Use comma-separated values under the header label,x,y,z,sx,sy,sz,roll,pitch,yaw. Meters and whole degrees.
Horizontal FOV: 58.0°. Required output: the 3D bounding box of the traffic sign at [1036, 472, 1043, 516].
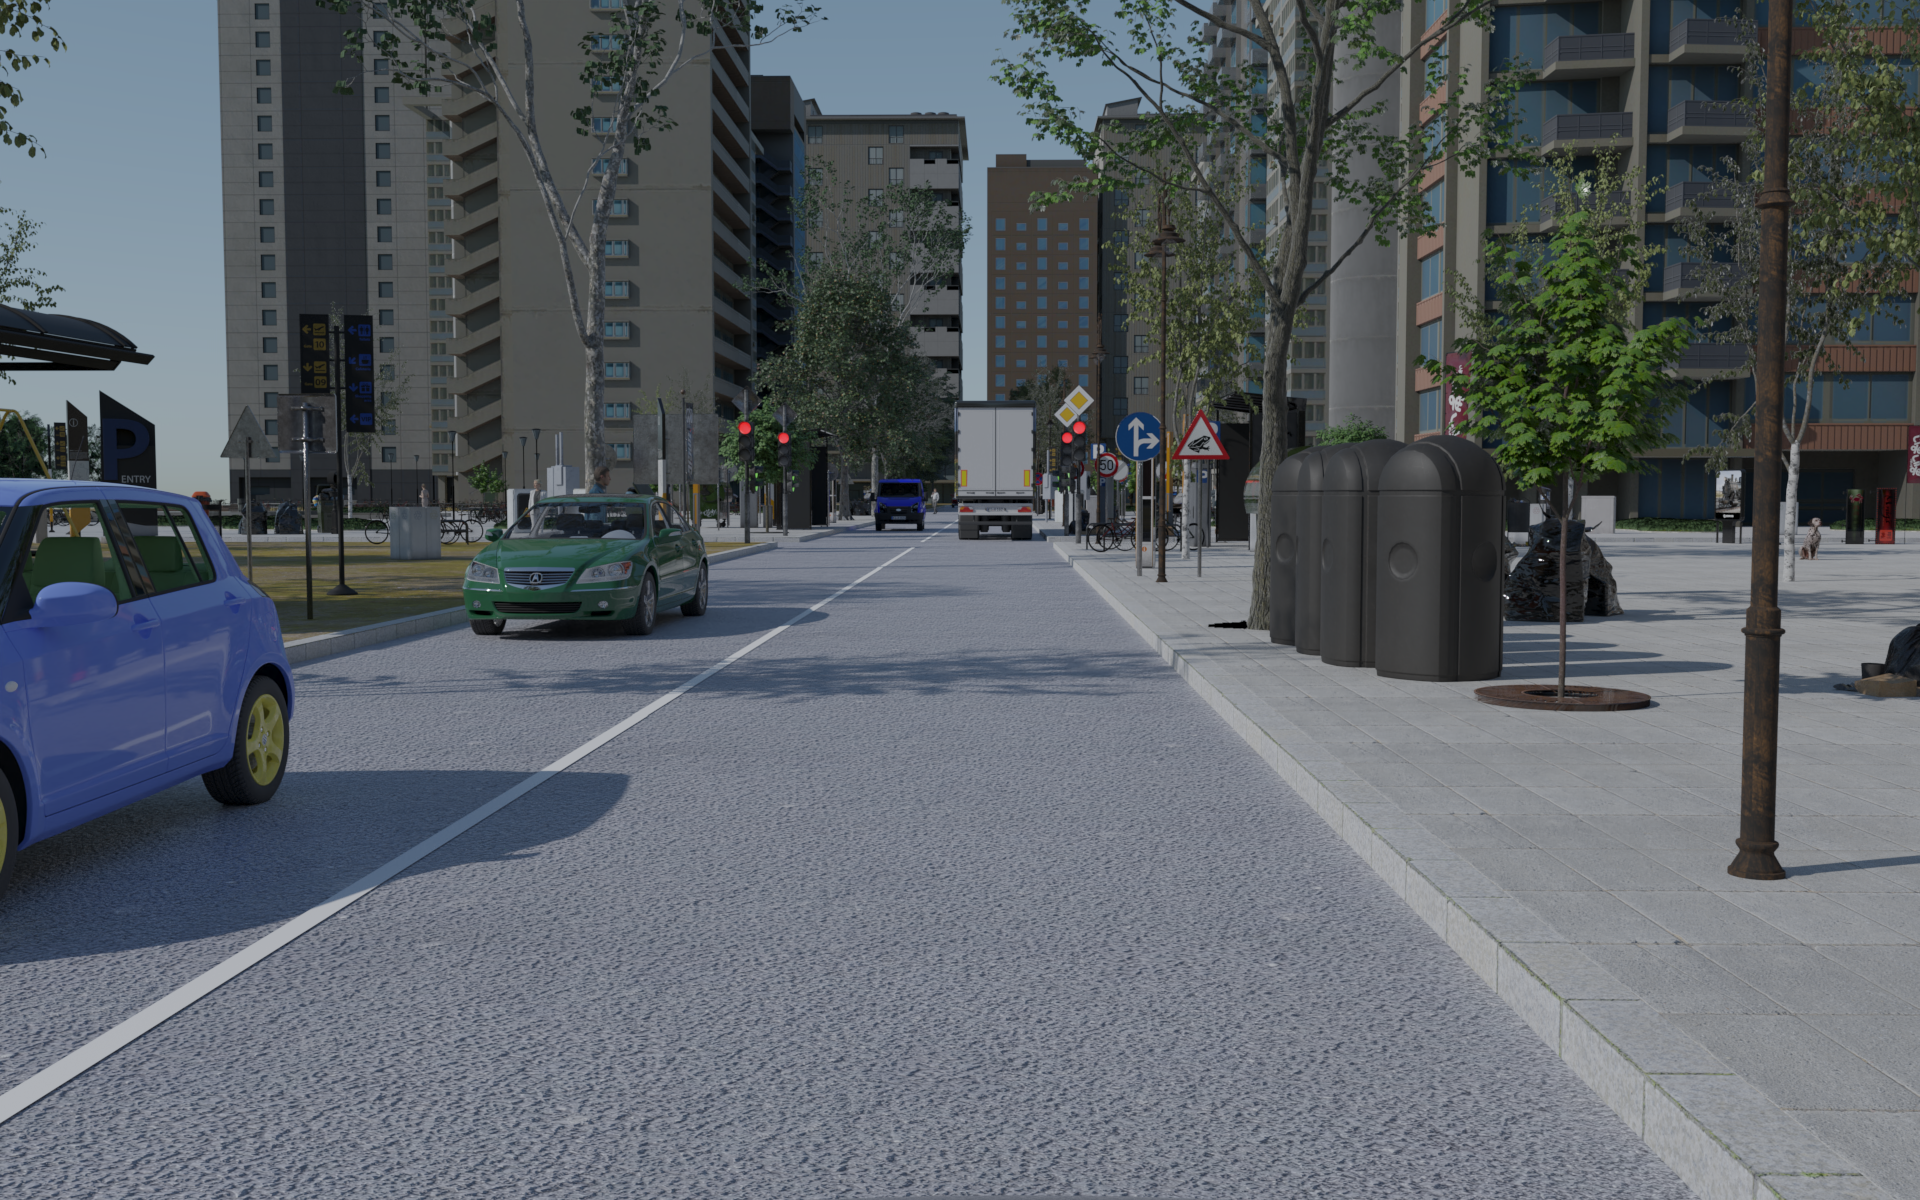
label,x,y,z,sx,sy,sz,roll,pitch,yaw
traffic sign,4.559,-6.208,101.603,0.768,2.556,0.104,1,4,8

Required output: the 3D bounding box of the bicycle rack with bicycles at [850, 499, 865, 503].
label,x,y,z,sx,sy,sz,roll,pitch,yaw
bicycle rack with bicycles,-6.713,-6.863,125.585,2.852,0.926,2.925,-1,4,-19

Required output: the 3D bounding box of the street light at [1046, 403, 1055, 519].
label,x,y,z,sx,sy,sz,roll,pitch,yaw
street light,4.575,-7.052,88.083,0.468,5.910,1.993,0,4,1

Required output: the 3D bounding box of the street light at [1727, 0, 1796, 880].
label,x,y,z,sx,sy,sz,roll,pitch,yaw
street light,2.683,-2.010,5.657,0.468,5.910,1.993,0,4,1

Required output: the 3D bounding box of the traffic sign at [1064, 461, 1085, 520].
label,x,y,z,sx,sy,sz,roll,pitch,yaw
traffic sign,3.977,-3.696,60.530,0.768,2.556,0.104,0,4,6

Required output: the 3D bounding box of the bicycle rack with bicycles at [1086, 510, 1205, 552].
label,x,y,z,sx,sy,sz,roll,pitch,yaw
bicycle rack with bicycles,4.113,-1.582,39.243,2.925,0.926,2.852,0,4,-7

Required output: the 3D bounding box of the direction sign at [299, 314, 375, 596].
label,x,y,z,sx,sy,sz,roll,pitch,yaw
direction sign,-7.860,-1.831,21.932,0.876,3.537,0.379,-1,4,-13

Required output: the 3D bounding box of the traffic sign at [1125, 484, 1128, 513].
label,x,y,z,sx,sy,sz,roll,pitch,yaw
traffic sign,9.435,-5.924,98.991,0.606,2.300,0.079,0,4,7

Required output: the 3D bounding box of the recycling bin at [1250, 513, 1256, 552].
label,x,y,z,sx,sy,sz,roll,pitch,yaw
recycling bin,6.874,-1.580,38.387,0.722,1.027,0.722,2,4,27

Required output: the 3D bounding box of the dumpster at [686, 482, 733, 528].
label,x,y,z,sx,sy,sz,roll,pitch,yaw
dumpster,-9.574,-3.891,66.104,1.502,2.255,1.985,0,4,1

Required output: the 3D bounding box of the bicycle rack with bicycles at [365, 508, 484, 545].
label,x,y,z,sx,sy,sz,roll,pitch,yaw
bicycle rack with bicycles,-13.700,-1.892,44.317,2.925,0.926,2.852,-1,4,-16

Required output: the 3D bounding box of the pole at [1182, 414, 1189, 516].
label,x,y,z,sx,sy,sz,roll,pitch,yaw
pole,5.784,-3.084,44.274,0.158,3.312,0.155,0,3,0

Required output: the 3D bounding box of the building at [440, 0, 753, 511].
label,x,y,z,sx,sy,sz,roll,pitch,yaw
building,-28.851,-31.523,139.109,21.300,48.544,21.600,0,4,1

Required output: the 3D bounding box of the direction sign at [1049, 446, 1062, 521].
label,x,y,z,sx,sy,sz,roll,pitch,yaw
direction sign,4.646,-5.512,82.125,0.876,3.537,0.379,1,4,13

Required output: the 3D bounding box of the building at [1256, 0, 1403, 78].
label,x,y,z,sx,sy,sz,roll,pitch,yaw
building,33.530,-25.867,114.812,32.217,40.220,23.993,0,4,1

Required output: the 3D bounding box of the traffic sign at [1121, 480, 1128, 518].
label,x,y,z,sx,sy,sz,roll,pitch,yaw
traffic sign,8.587,-5.607,91.775,0.768,2.556,0.104,0,4,6

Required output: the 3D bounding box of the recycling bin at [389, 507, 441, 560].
label,x,y,z,sx,sy,sz,roll,pitch,yaw
recycling bin,-10.699,-1.313,34.028,0.722,1.027,0.722,3,4,38

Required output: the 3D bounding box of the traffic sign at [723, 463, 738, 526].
label,x,y,z,sx,sy,sz,roll,pitch,yaw
traffic sign,-9.380,-4.287,70.192,0.768,2.556,0.104,1,4,9

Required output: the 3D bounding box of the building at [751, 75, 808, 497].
label,x,y,z,sx,sy,sz,roll,pitch,yaw
building,-24.004,-32.586,182.891,14.200,45.320,14.600,0,4,1

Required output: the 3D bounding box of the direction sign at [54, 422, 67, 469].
label,x,y,z,sx,sy,sz,roll,pitch,yaw
direction sign,-28.192,-3.846,54.887,0.379,3.537,0.876,3,5,45

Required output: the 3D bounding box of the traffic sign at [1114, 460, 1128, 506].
label,x,y,z,sx,sy,sz,roll,pitch,yaw
traffic sign,5.872,-3.931,64.383,0.768,2.556,0.104,0,4,4

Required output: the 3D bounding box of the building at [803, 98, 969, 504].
label,x,y,z,sx,sy,sz,roll,pitch,yaw
building,-10.604,-39.745,239.071,27.495,52.752,28.713,0,4,1

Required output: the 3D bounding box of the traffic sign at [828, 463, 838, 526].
label,x,y,z,sx,sy,sz,roll,pitch,yaw
traffic sign,-5.325,-4.290,70.251,0.768,2.556,0.104,0,4,2

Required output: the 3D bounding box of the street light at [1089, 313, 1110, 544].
label,x,y,z,sx,sy,sz,roll,pitch,yaw
street light,3.555,-4.378,44.368,0.468,5.910,1.993,0,4,1

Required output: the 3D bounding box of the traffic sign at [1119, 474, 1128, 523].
label,x,y,z,sx,sy,sz,roll,pitch,yaw
traffic sign,6.861,-4.564,74.726,0.768,2.556,0.104,0,4,4

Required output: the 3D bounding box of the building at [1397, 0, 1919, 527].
label,x,y,z,sx,sy,sz,roll,pitch,yaw
building,32.843,-25.719,75.131,28.867,44.769,22.147,0,4,1

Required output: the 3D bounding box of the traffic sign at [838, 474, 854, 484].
label,x,y,z,sx,sy,sz,roll,pitch,yaw
traffic sign,-6.037,-5.595,91.487,0.884,2.594,0.081,0,4,8

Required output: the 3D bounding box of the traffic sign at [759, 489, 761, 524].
label,x,y,z,sx,sy,sz,roll,pitch,yaw
traffic sign,-8.528,-4.515,73.826,0.884,2.594,0.081,0,4,5

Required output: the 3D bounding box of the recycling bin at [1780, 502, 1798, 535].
label,x,y,z,sx,sy,sz,roll,pitch,yaw
recycling bin,25.805,-2.557,54.362,0.722,1.027,0.722,0,4,5

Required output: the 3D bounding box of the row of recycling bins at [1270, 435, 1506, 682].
label,x,y,z,sx,sy,sz,roll,pitch,yaw
row of recycling bins,3.204,-0.390,13.489,1.069,1.692,3.534,0,4,-5

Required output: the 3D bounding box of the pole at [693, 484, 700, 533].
label,x,y,z,sx,sy,sz,roll,pitch,yaw
pole,-7.928,-3.562,52.086,0.158,3.312,0.155,0,3,0

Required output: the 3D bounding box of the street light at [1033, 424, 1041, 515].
label,x,y,z,sx,sy,sz,roll,pitch,yaw
street light,4.900,-8.263,107.888,0.468,5.910,1.993,0,4,1

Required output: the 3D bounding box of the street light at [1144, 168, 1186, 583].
label,x,y,z,sx,sy,sz,roll,pitch,yaw
street light,2.935,-3.194,25.017,0.468,5.910,1.993,0,4,1

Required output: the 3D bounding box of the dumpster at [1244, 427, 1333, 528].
label,x,y,z,sx,sy,sz,roll,pitch,yaw
dumpster,5.152,-1.442,26.065,1.502,2.255,1.985,0,4,2

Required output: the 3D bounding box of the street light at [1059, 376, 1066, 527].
label,x,y,z,sx,sy,sz,roll,pitch,yaw
street light,4.098,-5.837,68.215,0.468,5.910,1.993,0,4,1

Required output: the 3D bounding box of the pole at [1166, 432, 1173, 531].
label,x,y,z,sx,sy,sz,roll,pitch,yaw
pole,6.860,-3.841,56.650,0.158,3.312,0.155,0,3,0

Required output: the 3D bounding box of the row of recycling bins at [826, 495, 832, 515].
label,x,y,z,sx,sy,sz,roll,pitch,yaw
row of recycling bins,-8.450,-5.922,103.940,1.069,1.692,3.534,1,4,14

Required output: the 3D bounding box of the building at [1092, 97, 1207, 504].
label,x,y,z,sx,sy,sz,roll,pitch,yaw
building,31.776,-39.697,238.282,27.495,52.752,28.713,0,4,1

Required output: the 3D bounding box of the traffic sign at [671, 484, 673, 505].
label,x,y,z,sx,sy,sz,roll,pitch,yaw
traffic sign,-8.823,-3.242,53.007,0.884,2.594,0.081,0,4,3

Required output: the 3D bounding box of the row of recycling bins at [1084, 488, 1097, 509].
label,x,y,z,sx,sy,sz,roll,pitch,yaw
row of recycling bins,7.966,-6.410,111.924,3.534,1.692,1.069,-1,4,-13

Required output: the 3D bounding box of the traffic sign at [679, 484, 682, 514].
label,x,y,z,sx,sy,sz,roll,pitch,yaw
traffic sign,-9.859,-3.726,61.033,0.768,2.556,0.104,1,4,8

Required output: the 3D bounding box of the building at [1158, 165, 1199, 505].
label,x,y,z,sx,sy,sz,roll,pitch,yaw
building,37.157,-29.662,176.854,32.217,40.220,23.993,0,4,1

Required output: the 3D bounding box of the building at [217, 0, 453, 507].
label,x,y,z,sx,sy,sz,roll,pitch,yaw
building,-62.336,-45.400,180.538,20.611,71.187,20.563,0,4,1

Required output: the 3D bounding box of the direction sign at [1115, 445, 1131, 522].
label,x,y,z,sx,sy,sz,roll,pitch,yaw
direction sign,7.555,-5.366,79.729,0.876,3.537,0.379,0,4,1

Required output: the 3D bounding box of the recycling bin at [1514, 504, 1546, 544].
label,x,y,z,sx,sy,sz,roll,pitch,yaw
recycling bin,14.626,-1.952,44.463,0.722,1.027,0.722,1,4,22

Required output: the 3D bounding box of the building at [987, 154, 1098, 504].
label,x,y,z,sx,sy,sz,roll,pitch,yaw
building,10.748,-35.527,230.979,14.200,45.320,14.600,0,4,1

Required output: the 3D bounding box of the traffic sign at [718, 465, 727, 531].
label,x,y,z,sx,sy,sz,roll,pitch,yaw
traffic sign,-8.467,-3.583,60.719,0.606,2.300,0.079,0,4,4

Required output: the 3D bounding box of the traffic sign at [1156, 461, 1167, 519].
label,x,y,z,sx,sy,sz,roll,pitch,yaw
traffic sign,8.013,-4.132,67.661,0.768,2.556,0.104,0,4,3

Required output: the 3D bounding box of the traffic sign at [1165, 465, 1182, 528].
label,x,y,z,sx,sy,sz,roll,pitch,yaw
traffic sign,7.640,-3.756,61.414,0.884,2.594,0.081,1,4,11

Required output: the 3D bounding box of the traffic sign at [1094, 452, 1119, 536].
label,x,y,z,sx,sy,sz,roll,pitch,yaw
traffic sign,4.495,-3.240,53.084,0.768,2.556,0.104,1,4,11

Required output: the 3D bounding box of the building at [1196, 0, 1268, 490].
label,x,y,z,sx,sy,sz,roll,pitch,yaw
building,32.585,-32.410,149.509,23.786,49.044,30.456,0,4,1

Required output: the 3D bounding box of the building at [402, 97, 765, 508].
label,x,y,z,sx,sy,sz,roll,pitch,yaw
building,-32.154,-28.766,162.200,32.217,40.220,23.993,0,4,1

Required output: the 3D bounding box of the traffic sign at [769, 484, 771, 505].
label,x,y,z,sx,sy,sz,roll,pitch,yaw
traffic sign,-7.440,-4.134,67.691,0.768,2.556,0.104,0,4,3
